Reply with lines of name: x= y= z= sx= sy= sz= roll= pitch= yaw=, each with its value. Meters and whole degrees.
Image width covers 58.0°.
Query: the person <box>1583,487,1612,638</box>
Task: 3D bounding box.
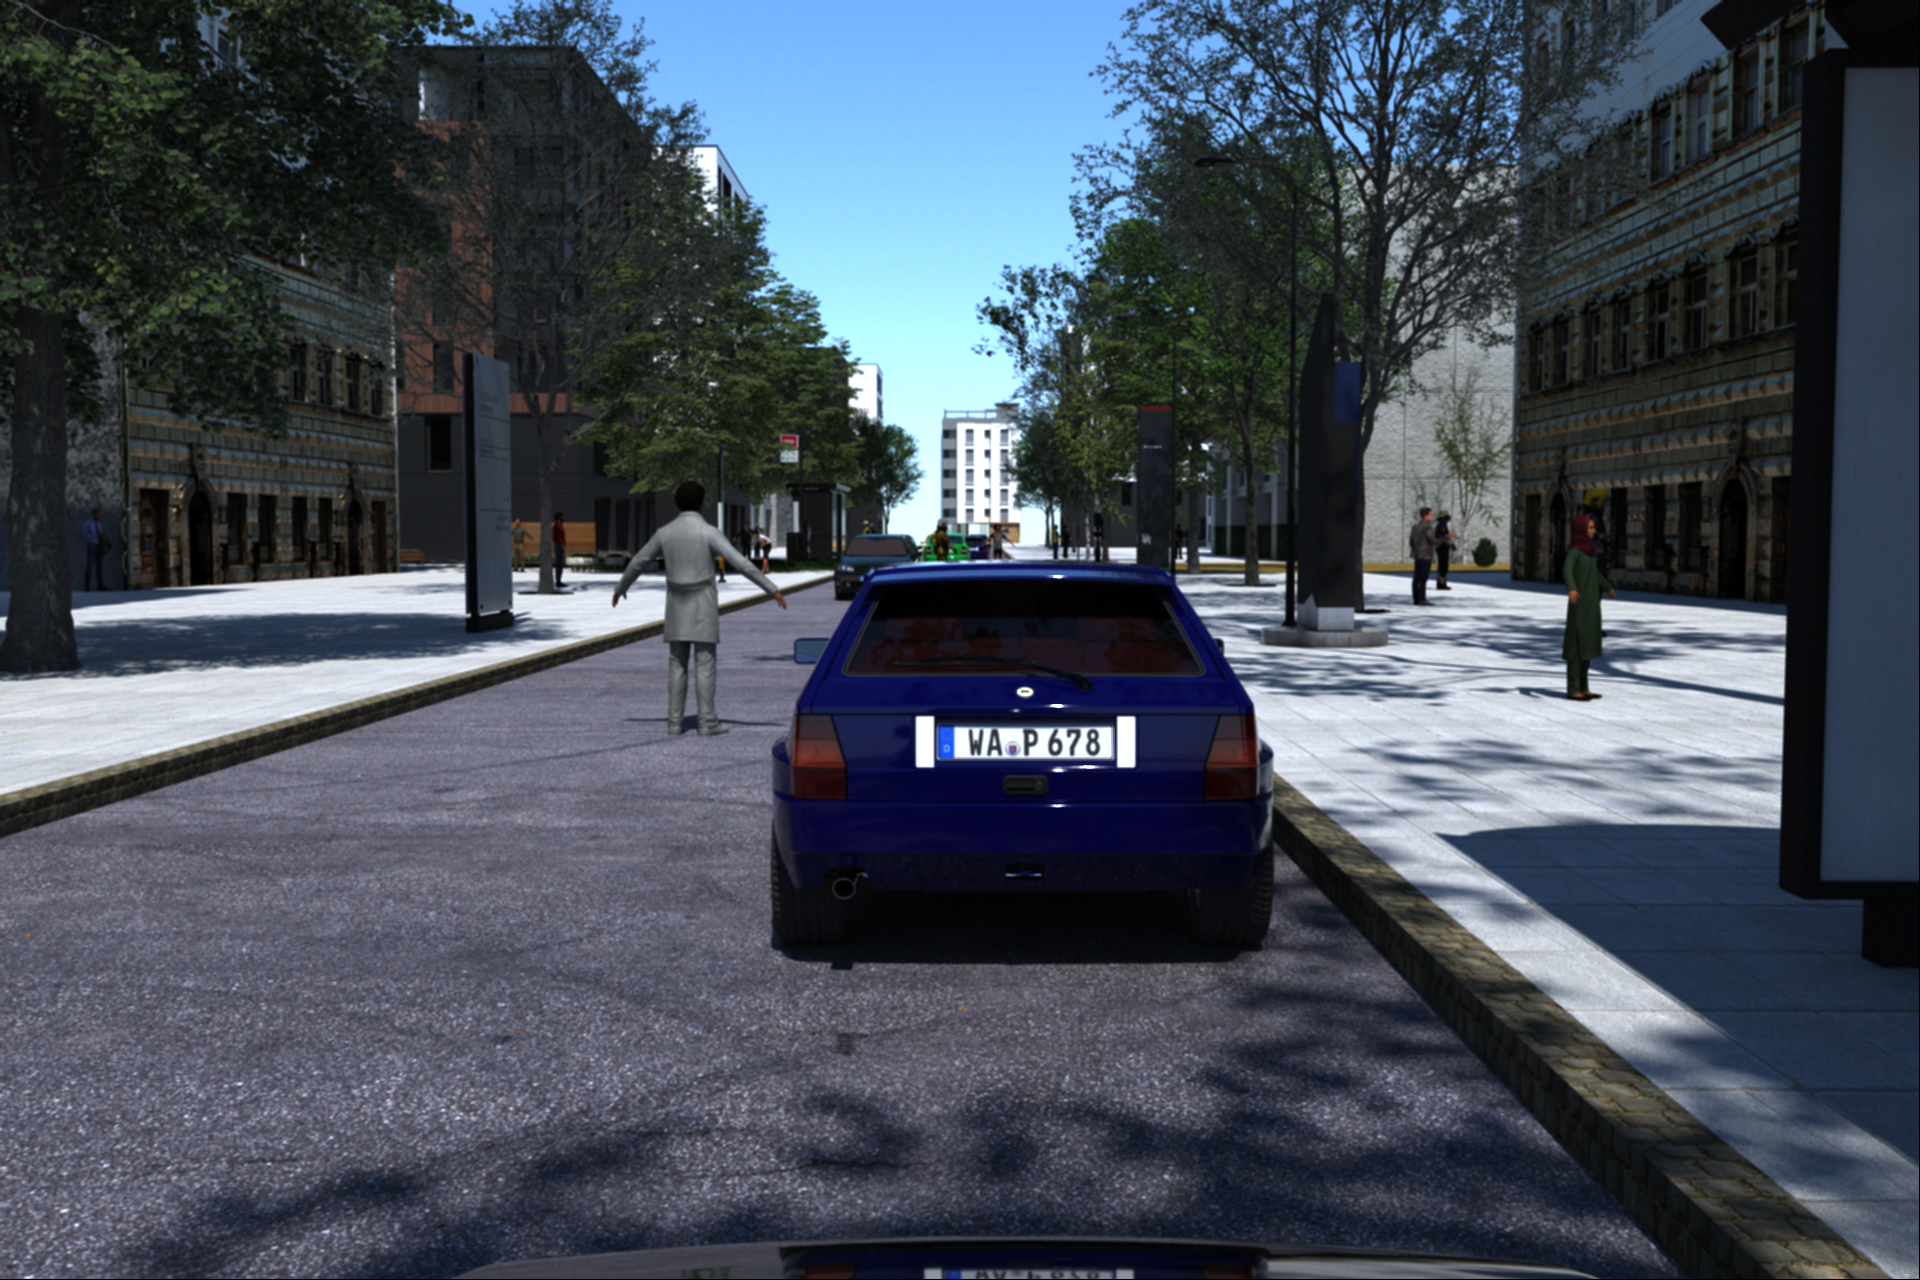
person: x=7.904 y=-0.963 z=21.511 sx=0.704 sy=1.858 sz=1.351 roll=1 pitch=4 yaw=20

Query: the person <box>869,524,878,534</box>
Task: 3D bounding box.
person: x=-4.858 y=-5.490 z=95.539 sx=1.354 sy=1.856 sz=0.705 roll=2 pitch=4 yaw=23

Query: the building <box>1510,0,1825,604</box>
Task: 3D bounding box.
building: x=24.244 y=-12.654 z=37.821 sx=19.493 sy=23.208 sz=18.063 roll=0 pitch=4 yaw=1

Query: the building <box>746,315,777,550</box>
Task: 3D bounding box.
building: x=-24.667 y=-16.435 z=135.168 sx=16.747 sy=18.905 sz=31.486 roll=0 pitch=4 yaw=1

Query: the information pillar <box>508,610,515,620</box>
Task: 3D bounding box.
information pillar: x=-6.774 y=-2.096 z=25.621 sx=0.183 sy=3.616 sz=0.504 roll=0 pitch=4 yaw=1

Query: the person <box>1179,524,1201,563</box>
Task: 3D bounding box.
person: x=10.370 y=-4.398 z=78.128 sx=1.346 sy=1.802 sz=0.704 roll=-2 pitch=4 yaw=-32

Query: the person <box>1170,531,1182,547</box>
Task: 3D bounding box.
person: x=5.484 y=-2.486 z=47.421 sx=1.217 sy=1.736 sz=0.721 roll=0 pitch=4 yaw=-4

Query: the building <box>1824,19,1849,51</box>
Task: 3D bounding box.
building: x=22.363 y=-8.941 z=12.648 sx=16.747 sy=18.905 sz=31.486 roll=0 pitch=4 yaw=1

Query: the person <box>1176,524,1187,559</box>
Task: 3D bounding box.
person: x=11.221 y=-5.049 z=88.731 sx=1.347 sy=1.806 sz=0.705 roll=3 pitch=4 yaw=37

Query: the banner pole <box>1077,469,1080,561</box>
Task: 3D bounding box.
banner pole: x=4.571 y=-4.684 z=66.600 sx=0.401 sy=3.779 sz=0.863 roll=0 pitch=4 yaw=0

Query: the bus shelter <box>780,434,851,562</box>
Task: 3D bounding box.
bus shelter: x=-6.067 y=-5.797 z=72.415 sx=2.179 sy=5.291 sz=8.768 roll=0 pitch=4 yaw=2

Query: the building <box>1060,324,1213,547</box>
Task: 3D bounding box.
building: x=24.550 y=-20.824 z=184.454 sx=27.936 sy=21.610 sz=32.646 roll=0 pitch=4 yaw=1

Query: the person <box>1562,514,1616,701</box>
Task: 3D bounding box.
person: x=4.868 y=-0.255 z=13.382 sx=0.599 sy=1.438 sz=0.989 roll=3 pitch=4 yaw=37

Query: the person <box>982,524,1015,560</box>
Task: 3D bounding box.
person: x=1.514 y=-3.705 z=69.184 sx=1.345 sy=1.843 sz=0.704 roll=-1 pitch=4 yaw=-15

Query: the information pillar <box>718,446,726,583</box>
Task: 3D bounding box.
information pillar: x=-6.313 y=-3.327 z=45.744 sx=0.183 sy=3.616 sz=0.504 roll=0 pitch=3 yaw=0

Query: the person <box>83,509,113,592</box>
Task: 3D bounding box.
person: x=-19.110 y=-1.991 z=38.466 sx=0.599 sy=1.838 sz=0.709 roll=1 pitch=4 yaw=15

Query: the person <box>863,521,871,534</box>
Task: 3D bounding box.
person: x=-3.966 y=-4.078 z=72.651 sx=0.705 sy=1.833 sz=1.349 roll=-1 pitch=4 yaw=-15

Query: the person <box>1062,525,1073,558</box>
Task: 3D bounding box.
person: x=5.671 y=-5.202 z=91.767 sx=0.721 sy=1.740 sz=1.216 roll=-1 pitch=4 yaw=-21

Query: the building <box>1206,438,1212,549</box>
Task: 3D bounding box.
building: x=25.364 y=-11.810 z=135.245 sx=9.099 sy=9.664 sz=28.070 roll=0 pitch=4 yaw=1

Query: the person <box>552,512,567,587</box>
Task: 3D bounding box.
person: x=-9.667 y=-2.192 z=41.941 sx=0.704 sy=1.816 sz=1.345 roll=-1 pitch=4 yaw=-14

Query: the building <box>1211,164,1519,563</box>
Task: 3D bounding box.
building: x=23.799 y=-13.763 z=91.483 sx=16.747 sy=18.905 sz=31.486 roll=0 pitch=4 yaw=1

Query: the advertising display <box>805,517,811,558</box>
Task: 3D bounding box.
advertising display: x=-5.925 y=-3.809 z=67.483 sx=0.123 sy=1.923 sz=0.974 roll=0 pitch=4 yaw=3

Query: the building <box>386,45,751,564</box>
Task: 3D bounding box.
building: x=-26.663 y=-14.993 z=89.106 sx=27.936 sy=21.610 sz=32.646 roll=0 pitch=4 yaw=0

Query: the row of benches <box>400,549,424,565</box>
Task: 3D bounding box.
row of benches: x=-23.762 y=-3.365 z=70.487 sx=4.104 sy=0.672 sz=1.422 roll=-3 pitch=4 yaw=-38

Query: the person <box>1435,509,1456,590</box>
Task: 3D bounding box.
person: x=11.155 y=-2.081 z=39.888 sx=0.704 sy=1.845 sz=1.351 roll=0 pitch=4 yaw=3

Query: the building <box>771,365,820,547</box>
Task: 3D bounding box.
building: x=-24.731 y=-21.355 z=180.084 sx=19.493 sy=23.208 sz=18.063 roll=0 pitch=4 yaw=1

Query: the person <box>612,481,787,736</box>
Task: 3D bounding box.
person: x=-1.904 y=-0.229 z=12.387 sx=1.347 sy=1.806 sz=0.705 roll=1 pitch=4 yaw=15

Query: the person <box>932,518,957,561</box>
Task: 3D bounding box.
person: x=-0.456 y=-2.336 z=46.418 sx=0.705 sy=1.858 sz=1.354 roll=-2 pitch=4 yaw=-25

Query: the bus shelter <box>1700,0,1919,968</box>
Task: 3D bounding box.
bus shelter: x=3.207 y=-0.529 z=2.569 sx=2.014 sy=3.302 sz=5.546 roll=0 pitch=4 yaw=1

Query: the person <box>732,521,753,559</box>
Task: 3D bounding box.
person: x=-9.065 y=-4.148 z=73.756 sx=1.347 sy=1.837 sz=0.705 roll=-2 pitch=4 yaw=-25

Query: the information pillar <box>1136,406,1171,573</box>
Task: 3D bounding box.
information pillar: x=3.953 y=-2.816 z=35.414 sx=0.750 sy=3.857 sz=0.750 roll=0 pitch=4 yaw=1

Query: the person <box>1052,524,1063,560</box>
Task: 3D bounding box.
person: x=4.915 y=-4.946 z=87.324 sx=0.721 sy=1.772 sz=1.216 roll=-1 pitch=4 yaw=-18

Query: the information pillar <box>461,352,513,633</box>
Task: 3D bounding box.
information pillar: x=-6.313 y=-1.949 z=23.174 sx=0.184 sy=3.620 sz=1.656 roll=0 pitch=4 yaw=1

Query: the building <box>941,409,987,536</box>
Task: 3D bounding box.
building: x=-2.447 y=-24.106 z=253.003 sx=11.380 sy=20.090 sz=16.016 roll=0 pitch=4 yaw=-1

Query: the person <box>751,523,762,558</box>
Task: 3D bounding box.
person: x=-10.740 y=-5.268 z=91.982 sx=1.347 sy=1.847 sz=0.705 roll=3 pitch=5 yaw=43

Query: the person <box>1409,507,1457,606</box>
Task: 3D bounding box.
person: x=8.503 y=-1.504 z=31.164 sx=0.750 sy=1.759 sz=0.617 roll=0 pitch=4 yaw=-1

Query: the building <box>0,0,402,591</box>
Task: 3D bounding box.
building: x=-27.872 y=-13.246 z=47.495 sx=19.493 sy=23.208 sz=18.063 roll=0 pitch=4 yaw=1

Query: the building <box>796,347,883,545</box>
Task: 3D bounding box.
building: x=-23.876 y=-22.122 z=205.674 sx=27.936 sy=21.610 sz=32.646 roll=0 pitch=4 yaw=0

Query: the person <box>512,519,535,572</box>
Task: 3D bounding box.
person: x=-15.086 y=-3.235 z=59.159 sx=1.348 sy=1.796 sz=0.705 roll=1 pitch=4 yaw=15

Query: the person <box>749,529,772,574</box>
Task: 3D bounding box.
person: x=-6.325 y=-2.801 z=55.022 sx=0.628 sy=1.438 sz=0.799 roll=0 pitch=4 yaw=6
